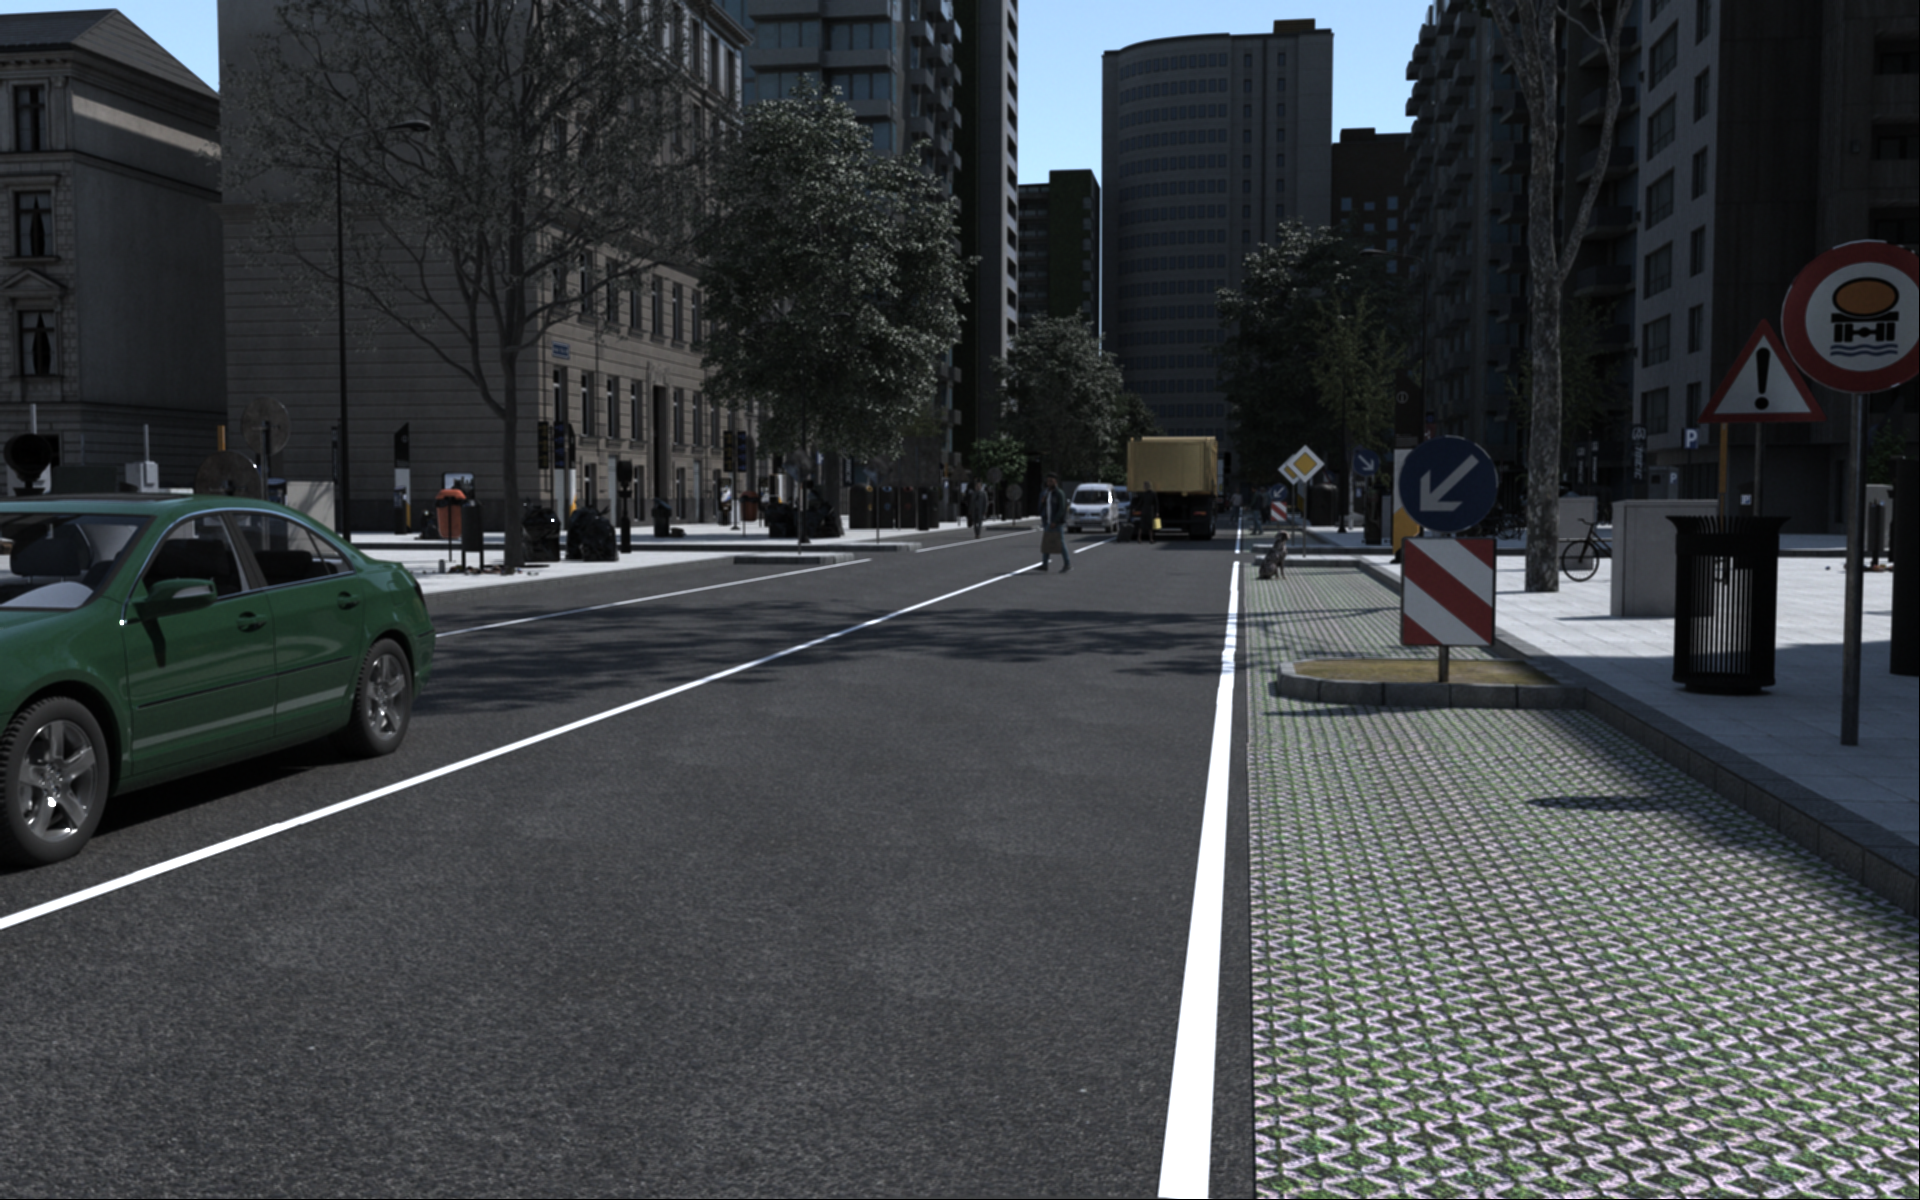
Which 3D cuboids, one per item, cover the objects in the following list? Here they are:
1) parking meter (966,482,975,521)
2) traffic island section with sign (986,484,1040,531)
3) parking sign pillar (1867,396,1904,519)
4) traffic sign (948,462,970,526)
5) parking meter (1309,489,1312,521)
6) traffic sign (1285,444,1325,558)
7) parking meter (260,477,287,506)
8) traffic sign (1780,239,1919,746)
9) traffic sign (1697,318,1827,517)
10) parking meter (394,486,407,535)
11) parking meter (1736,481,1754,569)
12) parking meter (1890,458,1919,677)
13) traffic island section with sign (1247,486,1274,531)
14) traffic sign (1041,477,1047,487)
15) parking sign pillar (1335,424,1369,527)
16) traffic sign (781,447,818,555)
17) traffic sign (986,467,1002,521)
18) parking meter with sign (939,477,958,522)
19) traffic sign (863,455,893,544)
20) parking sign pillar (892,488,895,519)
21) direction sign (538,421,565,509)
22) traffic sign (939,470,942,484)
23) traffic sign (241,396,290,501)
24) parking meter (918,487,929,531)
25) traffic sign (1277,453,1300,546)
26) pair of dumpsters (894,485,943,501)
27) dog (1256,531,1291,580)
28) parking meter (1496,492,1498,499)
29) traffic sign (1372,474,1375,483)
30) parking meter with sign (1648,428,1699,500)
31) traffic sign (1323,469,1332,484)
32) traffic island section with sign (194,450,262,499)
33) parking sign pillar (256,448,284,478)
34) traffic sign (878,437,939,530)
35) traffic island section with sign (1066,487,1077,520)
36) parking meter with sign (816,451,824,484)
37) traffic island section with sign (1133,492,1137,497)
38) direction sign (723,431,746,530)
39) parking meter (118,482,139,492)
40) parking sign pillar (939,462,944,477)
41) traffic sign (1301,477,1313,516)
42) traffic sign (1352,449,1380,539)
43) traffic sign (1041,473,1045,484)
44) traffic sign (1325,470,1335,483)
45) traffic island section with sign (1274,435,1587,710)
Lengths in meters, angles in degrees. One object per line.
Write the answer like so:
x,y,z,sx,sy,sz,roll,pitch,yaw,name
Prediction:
0.492,-4.640,81.571,0.399,1.863,0.255,0,3,0,parking meter
2.153,-3.683,68.843,1.989,1.847,2.006,1,4,9,traffic island section with sign
25.304,-3.607,47.447,1.447,3.967,1.447,-3,5,-39,parking sign pillar
-0.034,-4.237,69.284,0.884,2.594,0.081,1,4,11,traffic sign
16.733,-4.505,82.073,0.372,1.533,0.369,0,3,0,parking meter
6.957,-1.916,34.962,0.795,2.450,0.064,1,4,9,traffic sign
-10.198,-1.061,25.753,0.372,1.533,0.369,0,3,0,parking meter
4.552,-0.531,8.787,0.768,2.556,0.104,1,4,18,traffic sign
5.963,-0.791,12.934,0.884,2.594,0.081,1,4,16,traffic sign
-17.668,-2.829,54.671,0.372,1.533,0.369,0,3,0,parking meter
13.501,-1.303,29.707,0.372,1.533,0.369,0,3,0,parking meter
6.827,-0.237,12.279,0.372,1.533,0.369,0,3,0,parking meter
12.247,-3.585,67.236,1.989,1.847,2.006,1,4,9,traffic island section with sign
5.163,-6.285,104.897,0.606,2.300,0.079,1,4,11,traffic sign
15.297,-4.811,67.138,1.447,3.967,1.447,-3,5,-40,parking sign pillar
-3.397,-2.020,36.665,0.795,2.450,0.064,1,4,9,traffic sign
1.606,-4.970,81.373,0.768,2.556,0.104,1,4,13,traffic sign
-0.895,-5.070,79.161,1.738,3.016,0.543,2,4,35,parking meter with sign
-2.112,-2.502,44.547,0.795,2.450,0.064,1,4,9,traffic sign
-3.160,-6.147,88.977,1.447,3.967,1.447,-1,4,-22,parking sign pillar
-12.719,-3.790,53.965,0.876,3.537,0.379,1,4,12,direction sign
-1.059,-4.316,72.695,0.606,2.300,0.079,1,4,18,traffic sign
-9.085,-1.378,22.638,0.768,2.556,0.104,1,4,18,traffic sign
-1.273,-3.194,60.631,0.372,1.533,0.369,0,3,0,parking meter
8.242,-2.398,42.844,0.795,2.450,0.064,1,4,9,traffic sign
-1.875,-4.485,75.822,1.574,2.255,4.437,1,4,9,pair of dumpsters
5.133,-0.745,29.010,0.800,0.831,0.513,1,4,10,dog
25.166,-4.641,81.589,0.255,1.863,0.399,1,4,11,parking meter
22.701,-5.887,96.365,0.768,2.556,0.104,1,4,10,traffic sign
18.943,-3.081,46.643,0.543,3.016,1.738,-2,4,-27,parking meter with sign
18.842,-5.501,89.944,0.884,2.594,0.081,1,4,10,traffic sign
-6.638,-0.386,14.938,1.989,1.847,2.006,1,4,9,traffic island section with sign
-20.386,-3.834,51.165,1.447,3.967,1.447,0,4,-6,parking sign pillar
-1.850,-4.142,61.599,2.265,3.308,0.079,1,4,11,traffic sign
6.491,-5.310,95.448,1.989,1.847,2.006,1,4,9,traffic island section with sign
-5.393,-4.564,70.875,0.543,3.016,1.738,1,4,11,parking meter with sign
14.575,-8.343,145.032,1.989,1.847,2.006,1,4,9,traffic island section with sign
-8.061,-4.286,62.078,0.876,3.537,0.379,-2,4,-33,direction sign
-17.242,-1.684,35.939,0.372,1.533,0.369,0,3,0,parking meter
-1.661,-7.167,105.653,1.447,3.967,1.447,0,4,-4,parking sign pillar
17.935,-5.346,89.534,0.606,2.300,0.079,1,4,18,traffic sign
11.567,-3.012,49.357,0.768,2.556,0.104,1,4,16,traffic sign
4.462,-6.061,99.206,0.768,2.556,0.104,1,4,10,traffic sign
19.783,-5.692,93.170,0.768,2.556,0.104,1,4,18,traffic sign
3.312,-0.236,12.493,1.989,1.847,2.006,1,4,9,traffic island section with sign
